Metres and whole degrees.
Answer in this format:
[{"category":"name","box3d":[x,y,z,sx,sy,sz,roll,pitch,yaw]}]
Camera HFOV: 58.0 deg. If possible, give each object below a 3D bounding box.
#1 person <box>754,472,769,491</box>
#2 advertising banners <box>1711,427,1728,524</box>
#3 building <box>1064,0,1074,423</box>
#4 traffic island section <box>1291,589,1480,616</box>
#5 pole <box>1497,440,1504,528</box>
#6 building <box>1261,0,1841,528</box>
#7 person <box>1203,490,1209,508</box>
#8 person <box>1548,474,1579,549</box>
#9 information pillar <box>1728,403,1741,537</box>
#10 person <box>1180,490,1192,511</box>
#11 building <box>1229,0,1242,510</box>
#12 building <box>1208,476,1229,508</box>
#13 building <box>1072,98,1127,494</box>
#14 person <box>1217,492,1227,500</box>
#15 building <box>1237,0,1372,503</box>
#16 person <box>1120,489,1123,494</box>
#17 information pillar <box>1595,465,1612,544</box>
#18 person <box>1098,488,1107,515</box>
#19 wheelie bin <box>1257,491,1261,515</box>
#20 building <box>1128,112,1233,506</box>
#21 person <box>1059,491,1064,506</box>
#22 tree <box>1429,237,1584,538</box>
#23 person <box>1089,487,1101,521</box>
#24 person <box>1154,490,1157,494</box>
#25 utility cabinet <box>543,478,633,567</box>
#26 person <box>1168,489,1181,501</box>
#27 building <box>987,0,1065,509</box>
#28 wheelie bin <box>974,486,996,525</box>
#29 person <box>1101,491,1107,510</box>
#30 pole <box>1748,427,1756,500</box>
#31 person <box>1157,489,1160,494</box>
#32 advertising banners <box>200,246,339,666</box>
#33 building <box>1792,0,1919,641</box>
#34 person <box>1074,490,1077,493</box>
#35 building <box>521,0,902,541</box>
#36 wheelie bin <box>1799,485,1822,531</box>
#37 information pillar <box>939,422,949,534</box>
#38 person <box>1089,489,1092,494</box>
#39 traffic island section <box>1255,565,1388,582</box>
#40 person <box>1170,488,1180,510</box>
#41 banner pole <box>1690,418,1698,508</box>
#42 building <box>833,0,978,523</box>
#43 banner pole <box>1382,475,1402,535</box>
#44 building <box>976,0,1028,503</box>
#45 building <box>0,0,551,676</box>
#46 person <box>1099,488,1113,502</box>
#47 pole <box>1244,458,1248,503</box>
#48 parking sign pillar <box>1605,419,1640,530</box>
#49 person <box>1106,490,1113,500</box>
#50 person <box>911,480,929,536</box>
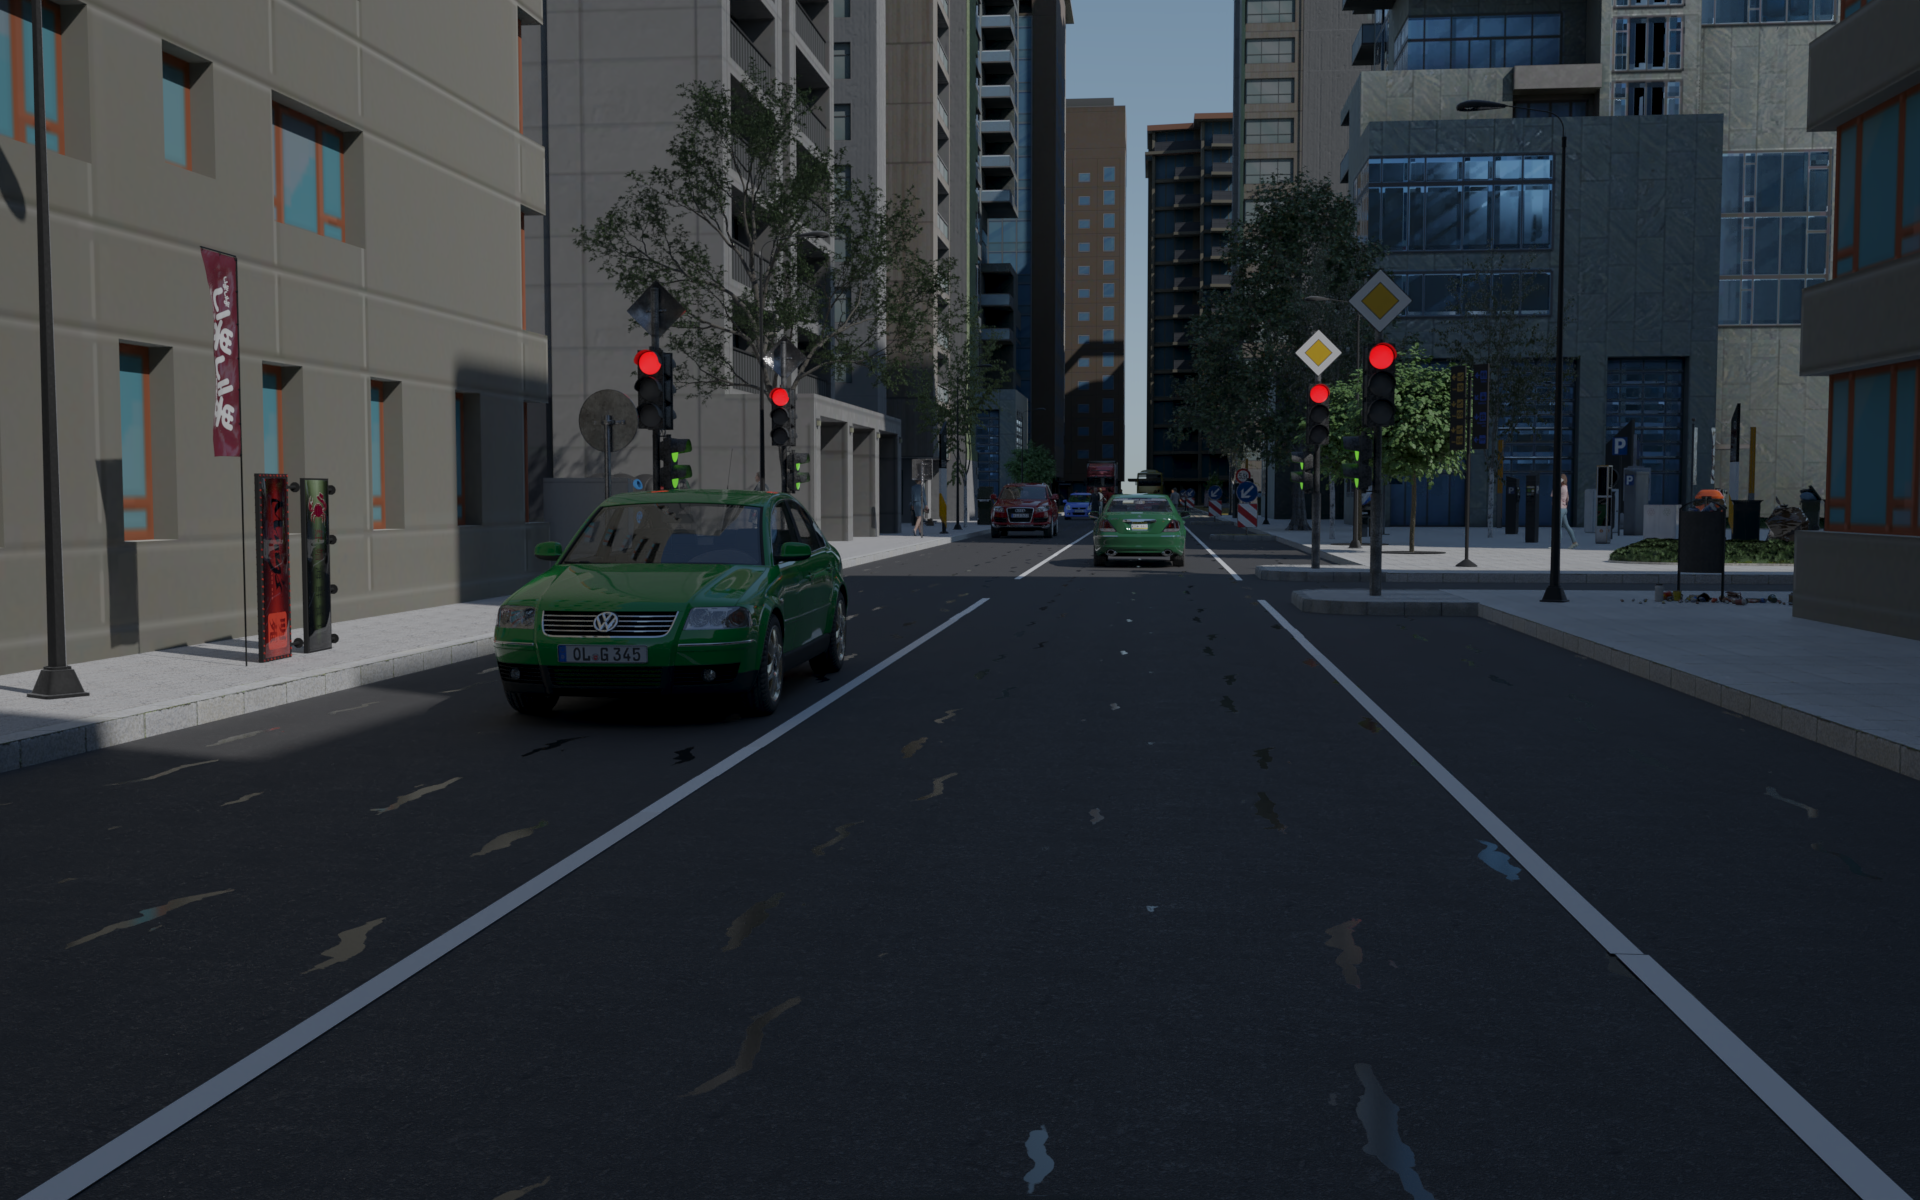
[{"category":"person","box3d":[-4.722,-2.119,40.788,0.767,1.812,0.694,1,4,11]},{"category":"advertising banners","box3d":[20.272,-3.065,46.305,0.090,3.025,2.074,2,4,35]},{"category":"building","box3d":[-3.454,-35.350,167.219,27.495,52.752,28.713,0,4,6]},{"category":"traffic island section","box3d":[5.271,0.024,21.887,2.009,0.180,2.903,0,4,6]},{"category":"pole","box3d":[20.308,-4.359,65.116,0.158,3.312,0.155,0,3,0]},{"category":"building","box3d":[26.458,-46.865,78.909,22.319,86.520,31.000,0,4,6]},{"category":"person","box3d":[23.223,-9.583,163.394,0.621,1.740,0.551,0,4,8]},{"category":"person","box3d":[14.030,-2.054,40.220,0.643,1.750,0.593,2,4,28]},{"category":"information pillar","box3d":[20.053,-3.272,44.845,0.183,3.616,0.504,0,4,7]},{"category":"person","box3d":[18.116,-7.927,138.813,1.217,1.736,0.721,3,5,41]},{"category":"building","box3d":[32.229,-36.416,137.408,21.231,58.520,28.212,0,4,6]},{"category":"building","box3d":[40.170,-28.900,164.391,32.217,40.220,23.993,0,4,6]},{"category":"building","box3d":[11.610,-33.412,196.388,14.200,45.320,14.600,0,4,6]},{"category":"person","box3d":[18.831,-7.268,125.598,1.217,1.735,0.721,0,4,0]},{"category":"building","box3d":[25.889,-26.496,116.809,14.154,41.232,14.086,0,4,6]},{"category":"person","box3d":[12.768,-7.880,137.322,0.705,1.826,1.348,0,4,-6]},{"category":"information pillar","box3d":[16.572,-2.452,44.577,0.304,2.012,0.304,3,5,39]},{"category":"person","box3d":[9.228,-6.442,113.907,0.705,1.814,1.350,3,4,37]},{"category":"wheelie bin","box3d":[18.140,-5.871,103.904,0.693,1.594,0.980,1,4,18]},{"category":"building","box3d":[33.929,-33.237,198.045,28.867,44.769,22.147,0,4,6]},{"category":"person","box3d":[10.718,-10.942,187.408,1.348,1.822,0.705,3,5,43]},{"category":"tree","box3d":[15.823,-6.134,50.647,4.360,8.622,3.978,0,3,0]},{"category":"person","box3d":[6.656,-4.683,85.484,0.576,1.772,0.534,0,4,-3]},{"category":"person","box3d":[15.056,-7.618,133.730,1.217,1.739,0.721,1,4,21]},{"category":"utility cabinet","box3d":[-5.100,-0.926,23.825,1.173,1.500,0.318,0,4,3]},{"category":"person","box3d":[13.985,-6.419,114.160,1.217,1.735,0.721,1,4,19]},{"category":"building","box3d":[1.460,-30.244,144.598,14.600,45.320,14.200,0,4,6]},{"category":"wheelie bin","box3d":[1.070,-3.919,71.983,0.980,1.594,0.693,1,4,19]},{"category":"person","box3d":[11.418,-7.976,139.633,1.217,1.743,0.721,0,4,-7]},{"category":"pole","box3d":[24.063,-3.596,52.640,0.158,3.312,0.155,0,3,0]},{"category":"person","box3d":[16.845,-8.444,146.562,0.705,1.823,1.348,-2,4,-24]},{"category":"advertising banners","box3d":[-5.285,-1.048,13.321,0.090,3.025,2.074,0,4,4]},{"category":"building","box3d":[20.880,-9.578,1.640,27.650,21.520,28.899,0,4,6]},{"category":"person","box3d":[11.704,-10.260,174.727,0.436,1.711,0.756,3,5,41]},{"category":"building","box3d":[-12.563,-37.506,51.480,20.563,71.187,20.611,0,4,6]},{"category":"wheelie bin","box3d":[29.211,-3.158,59.535,0.693,1.594,0.980,1,4,20]},{"category":"information pillar","box3d":[-0.547,-3.951,55.951,0.183,3.616,0.504,1,4,21]},{"category":"person","box3d":[9.053,-6.813,119.990,0.705,1.812,1.348,1,4,12]},{"category":"traffic island section","box3d":[6.144,-0.461,29.824,2.009,0.180,2.903,0,4,6]},{"category":"person","box3d":[12.761,-5.784,103.261,0.606,1.804,0.583,-2,4,-23]},{"category":"banner pole","box3d":[24.158,-4.098,57.022,0.401,3.779,0.863,2,4,35]},{"category":"building","box3d":[-6.844,-24.194,79.165,14.154,41.232,14.086,0,4,6]},{"category":"banner pole","box3d":[13.538,-3.936,54.377,0.863,3.779,0.401,-1,4,-14]},{"category":"building","box3d":[-5.983,-49.426,120.779,22.319,86.520,31.000,0,4,6]},{"category":"building","box3d":[-21.414,-10.130,10.668,28.899,21.520,27.650,0,4,6]},{"category":"person","box3d":[9.492,-6.239,110.442,1.348,1.831,0.705,-2,4,-27]},{"category":"pole","box3d":[16.371,-6.432,99.012,0.158,3.312,0.155,0,3,0]},{"category":"parking sign pillar","box3d":[24.160,-4.570,63.196,1.447,3.967,1.447,-1,4,-22]},{"category":"person","box3d":[11.497,-7.574,133.151,0.721,1.723,1.217,-1,4,-16]},{"category":"person","box3d":[-1.281,-2.848,52.623,0.654,1.822,0.581,-3,5,-44]}]
